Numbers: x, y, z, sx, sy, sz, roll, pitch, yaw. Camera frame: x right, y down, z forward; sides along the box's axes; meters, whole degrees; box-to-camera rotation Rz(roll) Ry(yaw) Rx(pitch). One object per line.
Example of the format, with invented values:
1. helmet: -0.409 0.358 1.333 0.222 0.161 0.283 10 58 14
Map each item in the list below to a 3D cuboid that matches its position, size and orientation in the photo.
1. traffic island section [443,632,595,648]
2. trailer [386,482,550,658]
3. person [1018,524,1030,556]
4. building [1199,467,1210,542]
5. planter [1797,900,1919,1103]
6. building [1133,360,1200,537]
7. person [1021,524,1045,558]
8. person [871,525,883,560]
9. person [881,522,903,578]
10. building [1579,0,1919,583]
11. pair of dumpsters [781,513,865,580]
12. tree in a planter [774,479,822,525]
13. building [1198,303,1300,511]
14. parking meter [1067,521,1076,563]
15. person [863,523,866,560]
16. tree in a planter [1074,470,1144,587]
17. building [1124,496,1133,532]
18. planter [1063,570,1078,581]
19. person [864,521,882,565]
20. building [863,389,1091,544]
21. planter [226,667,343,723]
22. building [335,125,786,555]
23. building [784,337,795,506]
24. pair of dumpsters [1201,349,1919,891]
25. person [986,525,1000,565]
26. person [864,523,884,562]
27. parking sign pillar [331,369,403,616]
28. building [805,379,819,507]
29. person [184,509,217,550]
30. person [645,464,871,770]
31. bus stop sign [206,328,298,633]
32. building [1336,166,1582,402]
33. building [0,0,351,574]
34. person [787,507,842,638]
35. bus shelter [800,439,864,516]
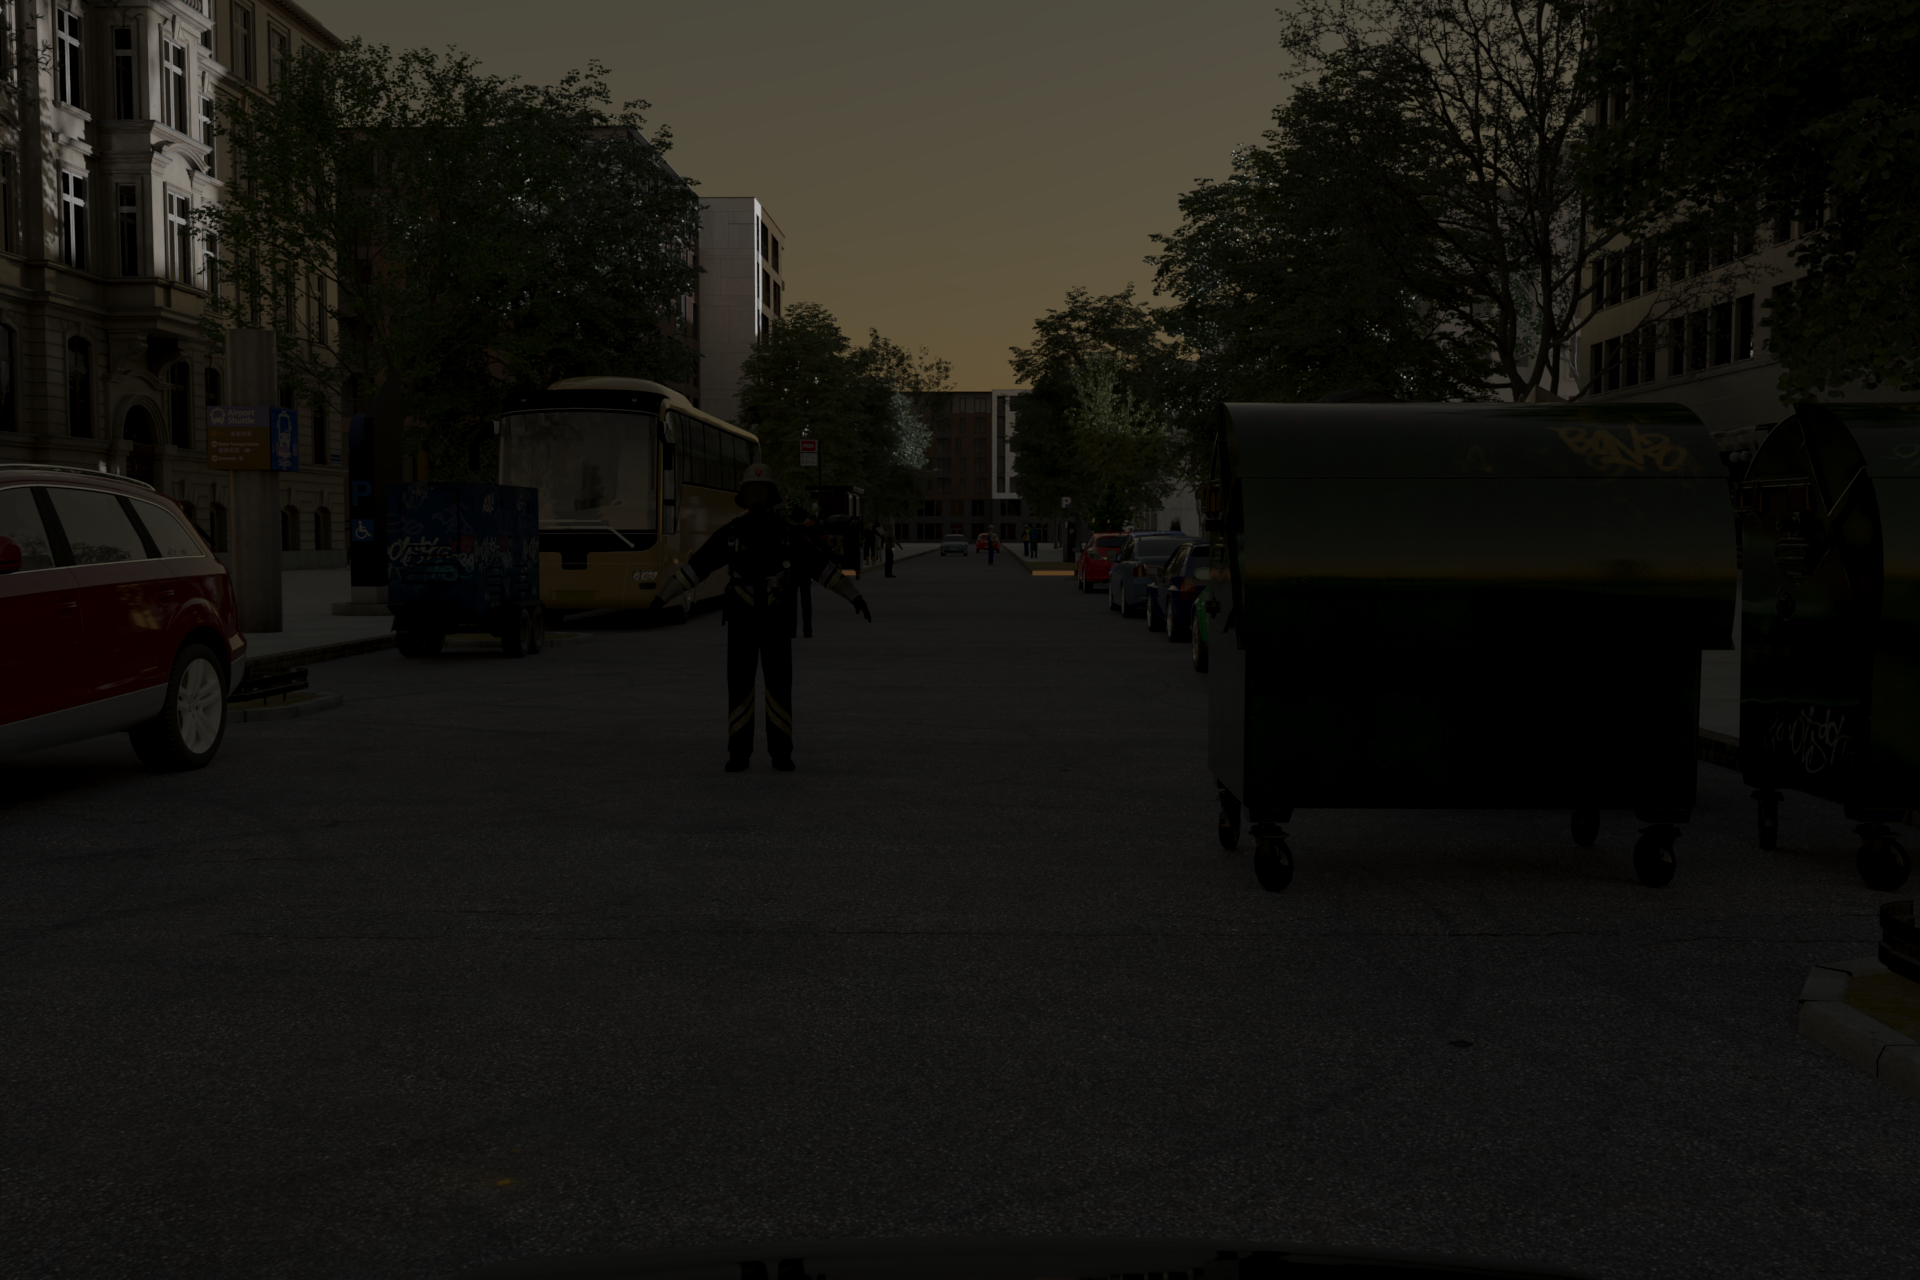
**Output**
1. traffic island section: -5.909 0.002 22.835 1.991 0.108 1.994 0 4 2
2. trailer: -5.771 -0.773 19.688 1.471 1.999 3.904 0 4 1
3. person: 3.780 -5.717 99.440 0.705 1.833 1.349 2 4 31
4. building: 21.794 -10.459 113.147 9.099 9.664 28.070 0 4 1
5. planter: 3.408 1.012 4.598 1.991 0.319 1.994 0 3 0
6. building: 28.071 -19.464 184.695 16.747 18.905 31.486 0 4 1
7. person: 3.880 -5.204 91.214 1.347 1.817 0.704 -1 4 -22
8. person: -4.246 -4.844 85.924 1.216 1.740 0.721 0 4 -5
9. person: -2.298 -2.960 56.978 0.705 1.813 1.348 -2 4 -32
10. building: 29.749 -14.458 38.553 24.374 26.755 37.873 0 4 1
11. pair of dumpsters: -5.212 -3.011 54.183 4.436 2.255 1.574 0 4 1
12. tree in a planter: -5.350 -3.620 56.409 1.991 3.239 1.994 0 4 1
13. building: 24.969 -17.502 142.576 16.016 20.090 11.380 0 4 1
14. parking meter: 4.995 -4.382 77.360 0.399 1.863 0.255 0 4 1
15. person: -4.725 -4.813 84.627 1.347 1.837 0.705 2 4 30
16. tree in a planter: 4.181 -3.115 48.149 1.991 3.239 1.994 0 4 1
17. building: 24.942 -17.377 226.264 9.099 9.664 28.070 0 4 1
18. planter: 4.243 -2.026 54.264 1.991 0.319 1.994 0 4 1
19. person: -3.719 -4.010 71.699 1.346 1.812 0.704 0 4 6
20. building: 2.273 -25.085 256.568 32.646 21.610 27.936 0 4 0
21. planter: -6.154 0.437 13.990 1.991 0.319 1.994 0 4 2
22. building: -26.370 -15.871 103.472 27.936 21.610 32.646 0 4 2
23. building: -22.451 -18.613 135.244 19.493 23.208 18.063 0 4 2
24. pair of dumpsters: 3.264 -0.150 7.403 4.436 2.255 1.574 0 4 1
25. person: 1.456 -4.329 79.091 0.705 1.847 1.347 -1 4 -22
26. person: -3.744 -4.470 79.270 1.347 1.806 0.705 0 4 -3
27. parking sign pillar: -9.328 -2.399 27.690 1.447 3.967 1.447 0 4 2
28. building: -24.550 -20.071 194.623 16.747 18.905 31.486 0 4 1
29. person: -16.843 -1.940 37.761 1.345 1.823 0.704 -3 5 -45
30. person: -1.219 -0.140 10.519 1.354 1.856 0.705 0 4 -5
31. bus stop sign: -9.191 -2.051 22.551 0.837 3.901 0.837 0 4 2
32. building: 25.808 -14.631 95.631 16.016 20.090 11.380 0 4 1
33. building: -28.699 -14.021 48.329 14.460 24.649 34.723 0 4 1
34. person: -2.240 -0.938 23.981 1.347 1.806 0.705 -2 4 -24
35. bus shelter: -5.617 -6.012 75.929 2.179 5.291 8.768 0 4 1
